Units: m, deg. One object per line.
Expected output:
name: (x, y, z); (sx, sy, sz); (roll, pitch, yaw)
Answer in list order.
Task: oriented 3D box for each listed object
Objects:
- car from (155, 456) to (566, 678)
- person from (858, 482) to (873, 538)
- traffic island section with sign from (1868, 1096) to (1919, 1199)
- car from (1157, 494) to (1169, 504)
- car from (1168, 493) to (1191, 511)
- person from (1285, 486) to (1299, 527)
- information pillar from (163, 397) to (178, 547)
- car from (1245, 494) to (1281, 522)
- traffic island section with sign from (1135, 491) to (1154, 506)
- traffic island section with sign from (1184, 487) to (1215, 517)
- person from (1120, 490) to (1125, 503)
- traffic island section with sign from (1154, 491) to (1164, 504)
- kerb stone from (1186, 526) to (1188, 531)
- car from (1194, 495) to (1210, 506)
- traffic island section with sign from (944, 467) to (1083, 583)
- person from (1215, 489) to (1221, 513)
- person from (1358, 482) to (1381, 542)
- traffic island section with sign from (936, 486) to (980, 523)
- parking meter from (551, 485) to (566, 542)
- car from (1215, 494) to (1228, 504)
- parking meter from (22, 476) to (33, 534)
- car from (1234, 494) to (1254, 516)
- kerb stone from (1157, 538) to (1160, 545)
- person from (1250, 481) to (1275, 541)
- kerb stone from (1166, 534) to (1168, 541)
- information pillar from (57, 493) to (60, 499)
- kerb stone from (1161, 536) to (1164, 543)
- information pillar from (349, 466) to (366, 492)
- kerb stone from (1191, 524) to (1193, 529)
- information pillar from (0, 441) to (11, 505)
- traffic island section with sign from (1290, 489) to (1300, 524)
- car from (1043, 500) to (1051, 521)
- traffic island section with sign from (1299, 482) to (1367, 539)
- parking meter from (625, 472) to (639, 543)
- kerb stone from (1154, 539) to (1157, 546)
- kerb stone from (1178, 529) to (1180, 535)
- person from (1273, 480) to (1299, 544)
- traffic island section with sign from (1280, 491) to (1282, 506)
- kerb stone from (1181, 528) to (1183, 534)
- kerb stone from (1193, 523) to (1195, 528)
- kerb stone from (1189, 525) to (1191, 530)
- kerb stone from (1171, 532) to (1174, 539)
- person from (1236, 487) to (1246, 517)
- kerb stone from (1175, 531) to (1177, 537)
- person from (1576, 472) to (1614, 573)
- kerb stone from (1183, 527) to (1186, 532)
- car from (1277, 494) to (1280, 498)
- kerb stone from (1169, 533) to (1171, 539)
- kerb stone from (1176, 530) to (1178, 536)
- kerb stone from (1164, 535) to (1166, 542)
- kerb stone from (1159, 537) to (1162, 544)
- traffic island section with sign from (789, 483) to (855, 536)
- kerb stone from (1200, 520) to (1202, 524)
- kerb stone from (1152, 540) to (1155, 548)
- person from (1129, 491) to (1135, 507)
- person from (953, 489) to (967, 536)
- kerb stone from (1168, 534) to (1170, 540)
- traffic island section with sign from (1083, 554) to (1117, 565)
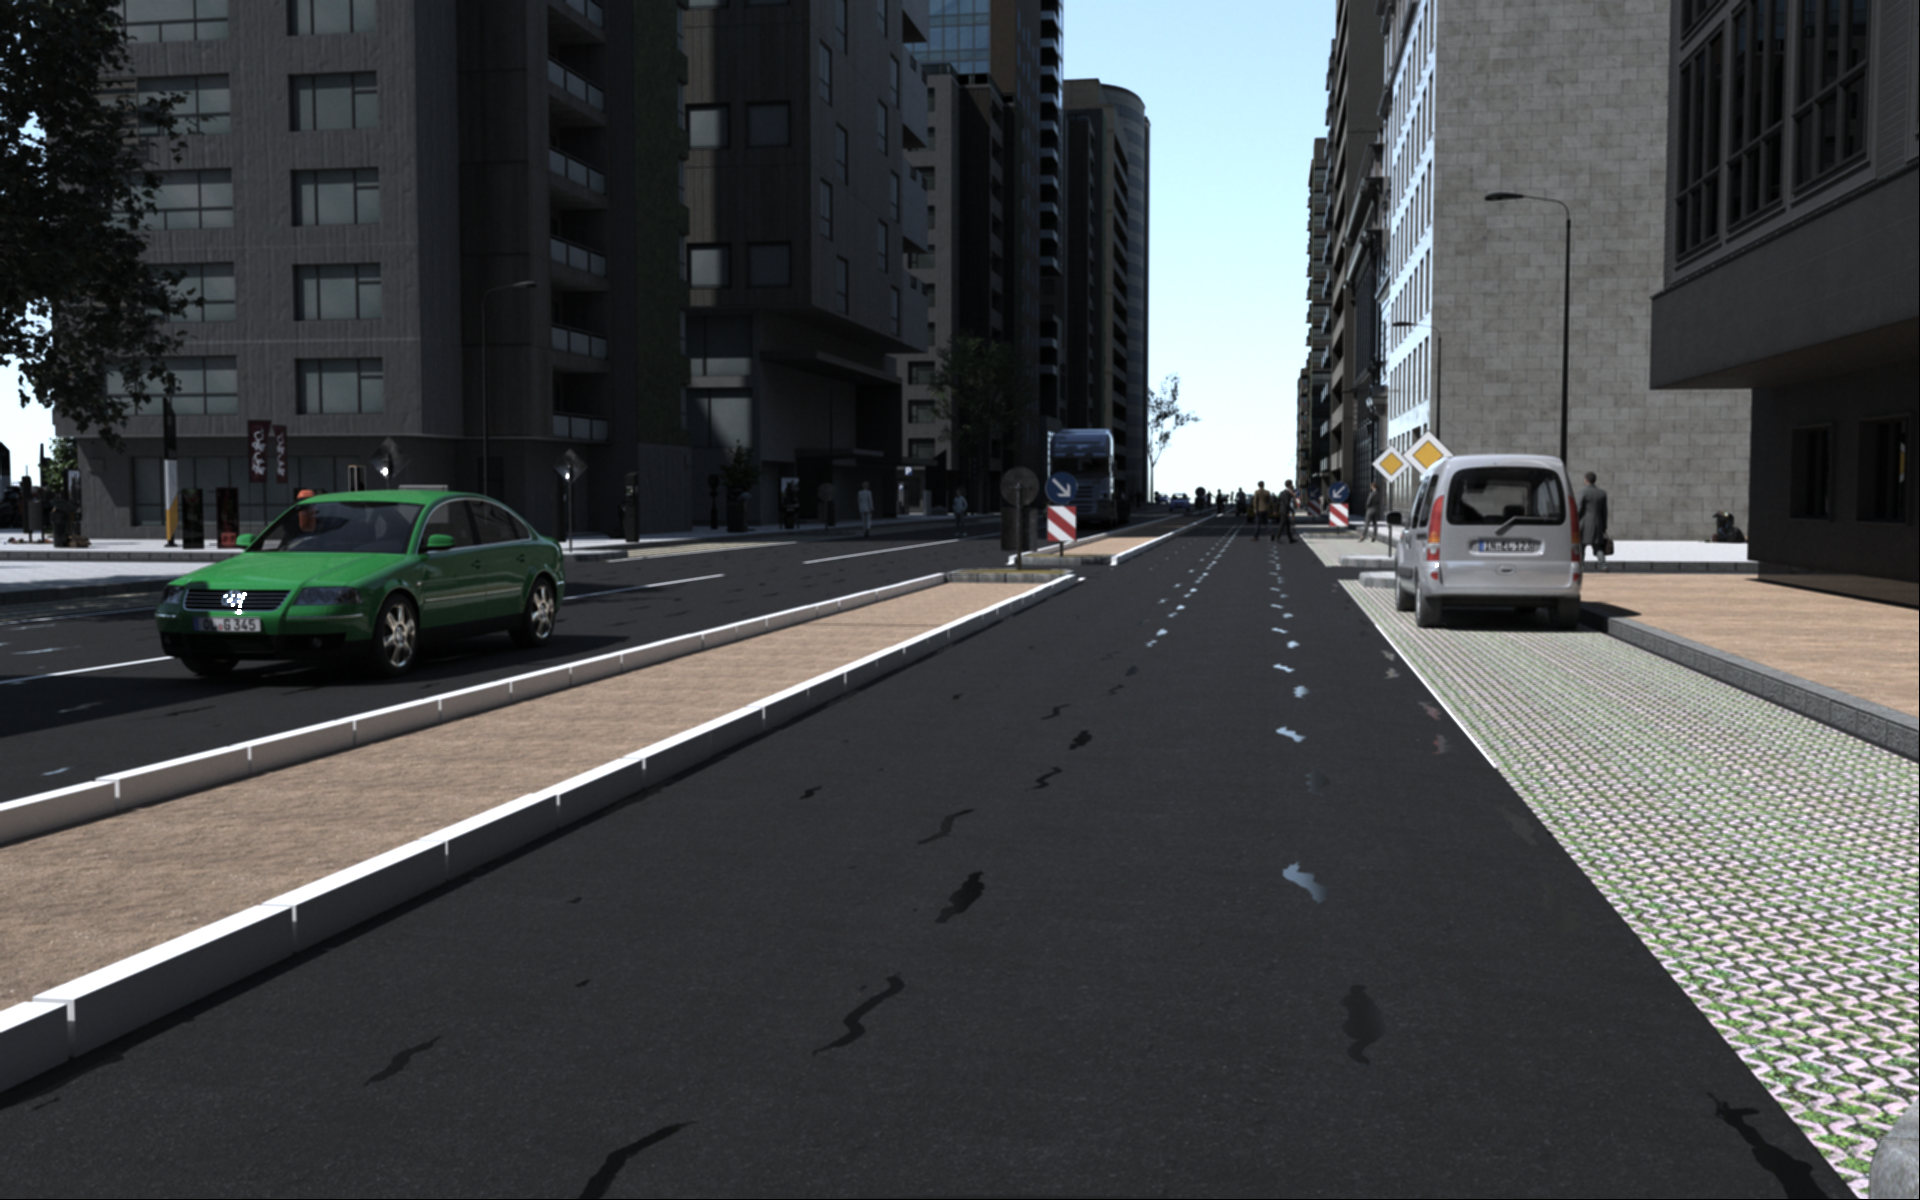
car: (-4.999, -0.380, 15.006); (1.959, 1.807, 4.718); (1, 4, 10)
person: (-3.088, -2.954, 56.675); (0.514, 1.842, 0.818); (0, 4, 2)
traffic island section with sign: (2.713, 0.356, 2.802); (1.989, 1.847, 2.006); (1, 4, 10)
car: (29.666, -14.947, 253.967); (1.945, 1.707, 3.694); (1, 4, 12)
car: (18.850, -8.501, 148.580); (1.945, 1.707, 3.694); (1, 4, 8)
person: (14.511, -4.110, 75.800); (0.616, 1.811, 0.778); (3, 5, 44)
information pillar: (-19.157, -3.100, 42.036); (0.183, 3.616, 0.504); (0, 3, 0)
car: (15.653, -4.818, 88.990); (2.015, 1.641, 3.980); (1, 4, 12)
traffic island section with sign: (23.041, -12.779, 217.558); (1.989, 1.847, 2.006); (1, 4, 10)
traffic island section with sign: (15.220, -6.224, 109.901); (2.006, 1.907, 1.989); (1, 4, 10)
person: (12.087, -7.329, 129.275); (0.436, 1.711, 0.756); (2, 4, 29)
traffic island section with sign: (27.798, -14.428, 244.529); (1.989, 1.847, 2.006); (1, 4, 10)
kerb stone: (8.394, -2.621, 65.054); (0.120, 0.150, 1.000); (1, 4, 10)
car: (29.480, -12.098, 210.168); (2.083, 1.381, 4.827); (1, 4, 11)
traffic island section with sign: (0.887, -1.252, 28.604); (2.006, 1.907, 1.989); (1, 4, 10)
person: (19.690, -7.541, 131.797); (0.705, 1.823, 1.348); (0, 4, -4)
person: (12.186, -2.616, 51.552); (0.573, 1.790, 0.520); (3, 4, 36)
traffic island section with sign: (-0.030, -4.771, 86.632); (1.989, 1.847, 2.006); (1, 4, 10)
parking meter: (-10.729, -2.317, 46.298); (0.372, 1.533, 0.369); (0, 3, 0)
car: (39.239, -15.350, 259.762); (1.959, 1.807, 4.718); (1, 4, 9)
parking meter: (-30.401, -3.103, 56.448); (0.255, 1.863, 0.399); (-2, 4, -24)
car: (18.928, -6.194, 113.069); (2.131, 1.459, 4.920); (1, 4, 10)
kerb stone: (5.365, -1.572, 47.918); (0.120, 0.150, 1.000); (1, 4, 10)
person: (9.325, -2.737, 53.168); (0.836, 1.842, 0.656); (3, 5, 40)
kerb stone: (6.071, -1.819, 51.944); (0.120, 0.150, 1.000); (1, 4, 10)
information pillar: (-49.072, -5.484, 94.148); (0.304, 2.012, 0.304); (-2, 4, -25)
kerb stone: (5.725, -1.696, 49.929); (0.120, 0.150, 1.000); (1, 4, 10)
information pillar: (-15.607, -2.471, 44.896); (0.304, 2.012, 0.304); (2, 4, 35)
kerb stone: (9.098, -2.868, 69.083); (0.120, 0.150, 1.000); (1, 4, 10)
information pillar: (-42.339, -5.227, 76.813); (0.183, 3.616, 0.504); (1, 4, 20)
traffic island section with sign: (16.970, -4.588, 83.647); (1.989, 1.847, 2.006); (1, 4, 10)
car: (5.463, -5.013, 92.182); (2.015, 1.641, 3.980); (1, 4, 9)
traffic island section with sign: (12.084, -2.892, 55.916); (1.989, 1.847, 2.006); (1, 4, 10)
parking meter: (-8.706, -2.462, 45.968); (0.255, 1.863, 0.399); (1, 4, 11)
kerb stone: (5.187, -1.509, 46.911); (0.120, 0.150, 1.000); (1, 4, 10)
kerb stone: (7.317, -2.251, 59.006); (0.120, 0.150, 1.000); (1, 4, 10)
person: (9.496, -2.565, 50.212); (0.755, 1.850, 0.659); (0, 4, -2)
traffic island section with sign: (25.745, -7.631, 133.397); (1.989, 1.847, 2.006); (1, 4, 10)
kerb stone: (7.678, -2.375, 61.023); (0.120, 0.150, 1.000); (1, 4, 10)
kerb stone: (9.456, -2.988, 71.100); (0.120, 0.150, 1.000); (1, 4, 10)
kerb stone: (8.749, -2.741, 67.069); (0.120, 0.150, 1.000); (1, 4, 10)
kerb stone: (6.611, -2.003, 54.978); (0.120, 0.150, 1.000); (1, 4, 10)
person: (17.324, -6.024, 106.837); (0.661, 1.843, 0.795); (1, 4, 17)
kerb stone: (6.963, -2.128, 56.993); (0.120, 0.150, 1.000); (1, 4, 10)
person: (10.852, -1.299, 29.840); (0.694, 1.812, 0.767); (-1, 4, -16)
kerb stone: (8.036, -2.498, 63.042); (0.120, 0.150, 1.000); (1, 4, 10)
car: (46.308, -14.671, 248.674); (1.959, 1.807, 4.718); (1, 4, 10)
kerb stone: (6.424, -1.944, 53.972); (0.120, 0.150, 1.000); (1, 4, 10)
kerb stone: (7.137, -2.188, 58.000); (0.120, 0.150, 1.000); (1, 4, 10)
kerb stone: (5.901, -1.758, 50.936); (0.120, 0.150, 1.000); (1, 4, 10)
kerb stone: (5.540, -1.635, 48.924); (0.120, 0.150, 1.000); (1, 4, 10)
traffic island section with sign: (-4.714, -3.147, 60.086); (1.989, 1.847, 2.006); (1, 4, 10)
kerb stone: (10.873, -3.485, 79.177); (0.120, 0.150, 1.000); (1, 4, 10)
kerb stone: (5.006, -1.450, 45.903); (0.120, 0.150, 1.000); (1, 4, 10)
person: (18.589, -10.854, 186.419); (0.568, 1.767, 0.683); (3, 5, 44)
person: (-0.022, -3.013, 59.568); (0.589, 1.601, 0.330); (3, 5, 41)
kerb stone: (6.254, -1.881, 52.954); (0.120, 0.150, 1.000); (1, 4, 10)
traffic island section with sign: (2.183, -1.698, 35.897); (2.006, 1.907, 1.989); (1, 4, 10)
